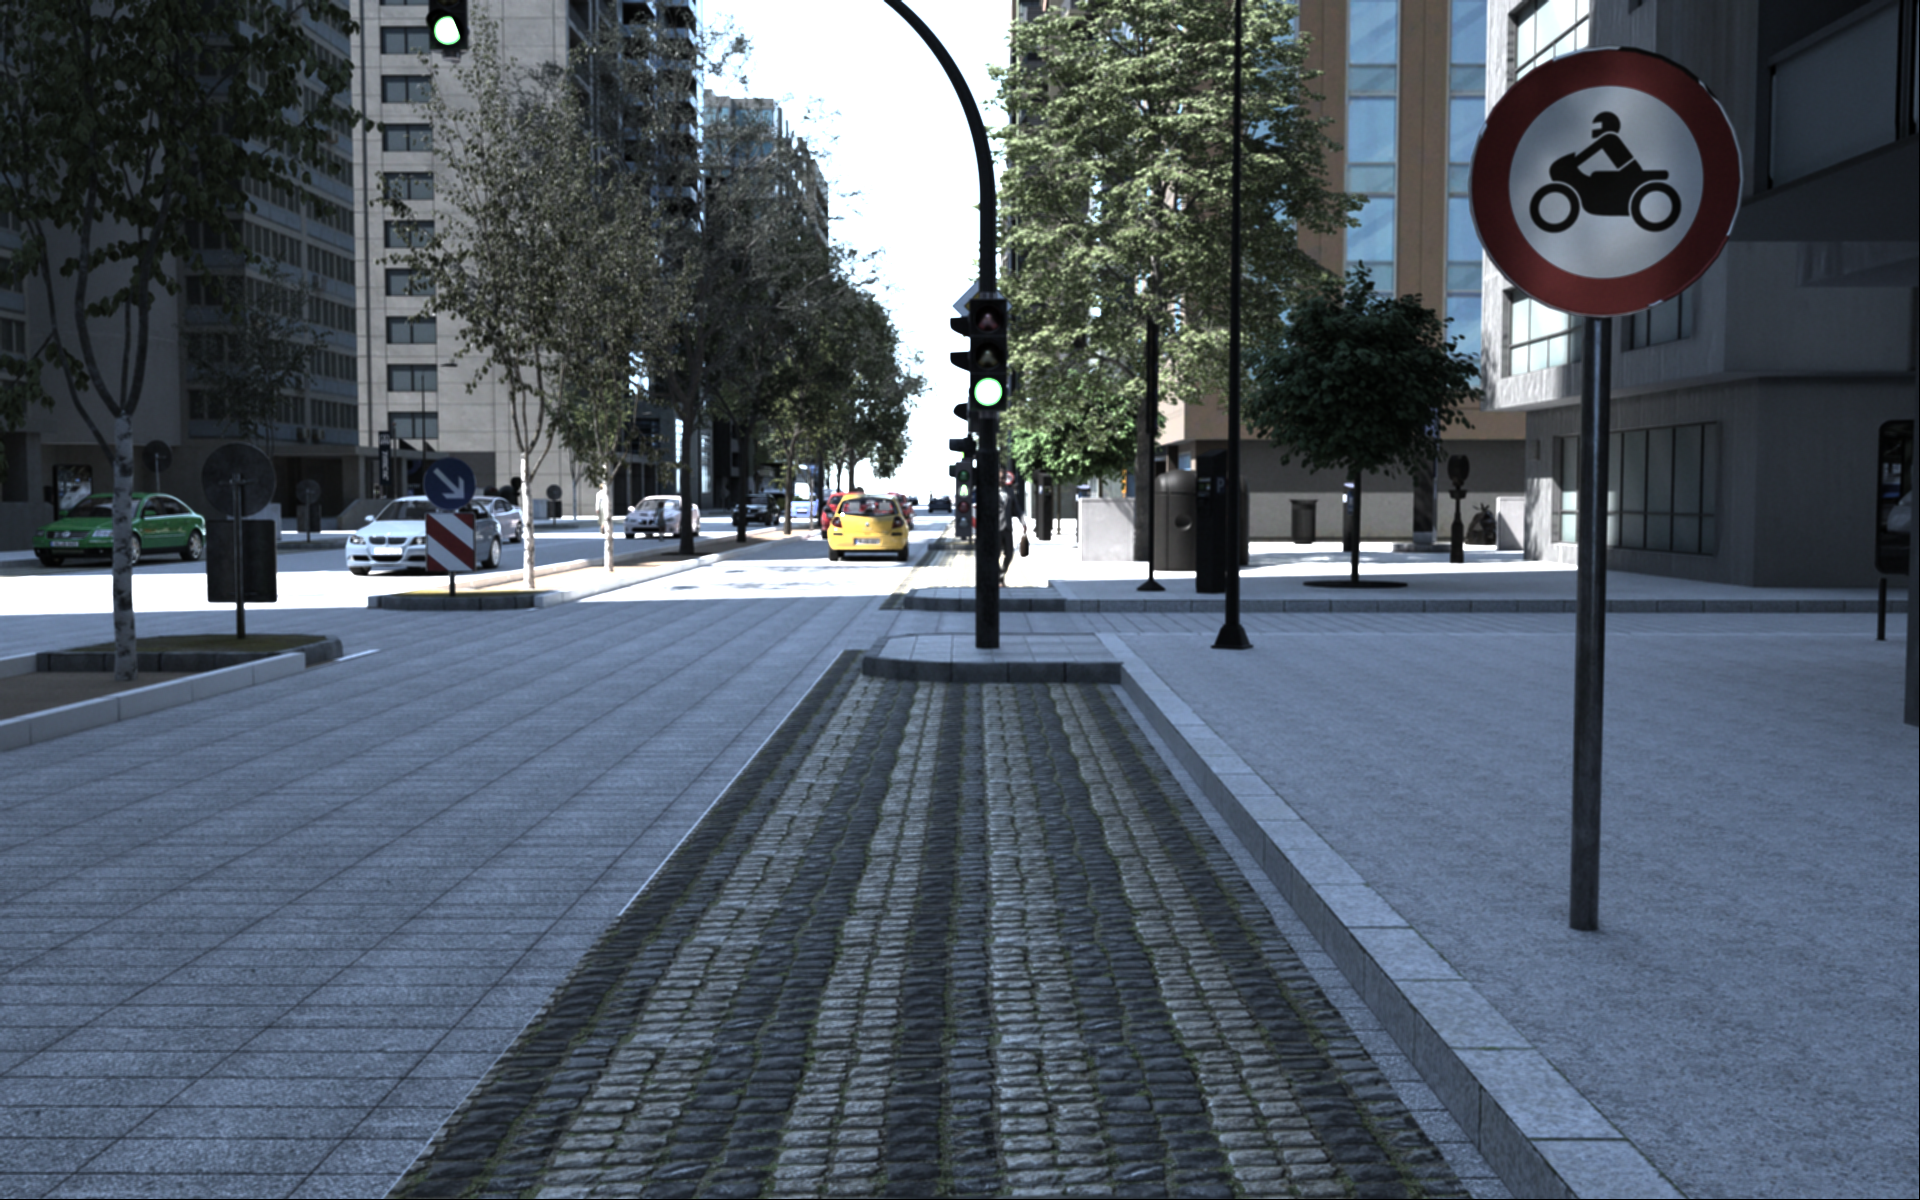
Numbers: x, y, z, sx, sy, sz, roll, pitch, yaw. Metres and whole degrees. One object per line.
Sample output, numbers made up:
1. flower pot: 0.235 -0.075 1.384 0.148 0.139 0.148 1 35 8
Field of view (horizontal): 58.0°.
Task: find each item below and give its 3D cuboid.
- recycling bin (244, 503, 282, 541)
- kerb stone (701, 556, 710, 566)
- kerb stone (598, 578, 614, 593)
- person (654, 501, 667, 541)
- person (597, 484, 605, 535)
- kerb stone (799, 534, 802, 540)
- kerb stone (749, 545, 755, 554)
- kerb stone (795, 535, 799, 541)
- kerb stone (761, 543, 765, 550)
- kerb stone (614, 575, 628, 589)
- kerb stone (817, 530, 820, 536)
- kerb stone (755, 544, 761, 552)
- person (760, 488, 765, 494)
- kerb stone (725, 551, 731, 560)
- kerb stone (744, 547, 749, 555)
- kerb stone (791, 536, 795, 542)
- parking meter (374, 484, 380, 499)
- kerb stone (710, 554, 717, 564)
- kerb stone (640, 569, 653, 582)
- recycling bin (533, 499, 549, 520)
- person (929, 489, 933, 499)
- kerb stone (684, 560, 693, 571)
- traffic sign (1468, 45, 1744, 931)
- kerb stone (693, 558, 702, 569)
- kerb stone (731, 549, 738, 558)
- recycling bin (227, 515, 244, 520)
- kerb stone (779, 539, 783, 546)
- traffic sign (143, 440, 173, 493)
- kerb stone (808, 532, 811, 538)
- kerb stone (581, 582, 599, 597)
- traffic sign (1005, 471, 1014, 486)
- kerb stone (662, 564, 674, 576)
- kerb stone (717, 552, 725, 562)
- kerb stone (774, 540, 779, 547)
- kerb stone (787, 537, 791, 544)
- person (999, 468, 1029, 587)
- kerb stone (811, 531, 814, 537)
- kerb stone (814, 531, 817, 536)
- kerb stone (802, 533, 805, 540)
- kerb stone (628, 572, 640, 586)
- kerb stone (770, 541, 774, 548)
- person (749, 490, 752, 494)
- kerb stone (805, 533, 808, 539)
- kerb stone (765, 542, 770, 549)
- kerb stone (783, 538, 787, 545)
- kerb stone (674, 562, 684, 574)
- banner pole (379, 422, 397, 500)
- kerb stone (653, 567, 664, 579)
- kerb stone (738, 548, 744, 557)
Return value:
1. recycling bin: -19.144 -2.148 47.674 0.722 1.027 0.722 -3 4 -36
2. kerb stone: -5.177 -0.754 34.540 0.120 0.150 1.000 0 4 0
3. kerb stone: -5.258 -0.192 25.328 0.120 0.150 1.000 0 4 0
4. person: -9.168 -2.398 52.729 0.505 1.210 0.382 2 4 35
5. person: -12.534 -3.188 60.848 0.478 1.798 0.641 1 4 14
6. kerb stone: -5.030 -1.882 53.005 0.120 0.150 1.000 0 4 0
7. kerb stone: -5.122 -1.188 41.723 0.120 0.150 1.000 0 4 0
8. kerb stone: -5.033 -1.822 51.983 0.120 0.150 1.000 0 4 0
9. kerb stone: -5.105 -1.320 43.772 0.120 0.150 1.000 0 4 0
10. kerb stone: -5.253 -0.254 26.350 0.120 0.150 1.000 0 4 0
11. kerb stone: -4.976 -2.261 59.158 0.120 0.150 1.000 0 4 0
12. kerb stone: -5.108 -1.255 42.748 0.120 0.150 1.000 0 4 0
13. person: -12.464 -6.146 108.972 0.705 1.826 1.348 2 4 30
14. kerb stone: -5.153 -0.941 37.617 0.120 0.150 1.000 0 4 0
15. kerb stone: -5.136 -1.131 40.701 0.120 0.150 1.000 0 4 0
16. kerb stone: -5.049 -1.756 50.954 0.120 0.150 1.000 0 4 0
17. parking meter: -32.801 -5.610 97.433 0.255 1.863 0.399 -2 4 -29
18. kerb stone: -5.172 -0.817 35.561 0.120 0.150 1.000 0 4 0
19. kerb stone: -5.236 -0.379 28.394 0.120 0.150 1.000 0 4 0
20. recycling bin: -21.250 -4.588 87.567 0.722 1.027 0.722 3 4 36
21. person: -2.462 -8.349 144.947 0.705 1.831 1.348 0 4 -5
22. kerb stone: -5.196 -0.629 32.487 0.120 0.150 1.000 0 4 0
23. traffic sign: 1.845 -0.302 5.043 0.768 2.556 0.104 0 4 4
24. kerb stone: -5.188 -0.687 33.510 0.120 0.150 1.000 0 4 0
25. kerb stone: -5.143 -1.006 38.647 0.120 0.150 1.000 0 4 0
26. recycling bin: -22.647 -2.576 54.679 0.722 1.027 0.722 0 3 0
27. kerb stone: -5.071 -1.571 47.876 0.120 0.150 1.000 0 4 0
28. traffic sign: -18.967 -2.497 40.939 0.768 2.556 0.104 1 4 8
29. kerb stone: -5.004 -2.073 56.081 0.120 0.150 1.000 0 4 0
30. kerb stone: -5.274 -0.126 24.300 0.120 0.150 1.000 0 4 0
31. traffic sign: 2.602 -5.818 95.229 0.768 2.556 0.104 1 4 8
32. kerb stone: -5.213 -0.504 30.437 0.120 0.150 1.000 0 4 0
33. kerb stone: -5.160 -0.877 36.590 0.120 0.150 1.000 0 4 0
34. kerb stone: -5.076 -1.508 46.850 0.120 0.150 1.000 0 4 0
35. kerb stone: -5.054 -1.696 49.930 0.120 0.150 1.000 0 4 0
36. person: 0.634 -1.043 25.682 0.709 1.813 0.853 -2 4 -26
37. kerb stone: -4.996 -2.135 57.107 0.120 0.150 1.000 0 4 0
38. kerb stone: -4.985 -2.198 58.136 0.120 0.150 1.000 0 4 0
39. kerb stone: -5.009 -1.942 54.034 0.120 0.150 1.000 0 4 0
40. kerb stone: -5.247 -0.315 27.372 0.120 0.150 1.000 0 4 0
41. kerb stone: -5.094 -1.445 45.824 0.120 0.150 1.000 0 4 0
42. person: -16.460 -7.755 135.971 1.217 1.739 0.721 -1 4 -13
43. kerb stone: -5.011 -2.010 55.056 0.120 0.150 1.000 0 4 0
44. kerb stone: -5.098 -1.382 44.794 0.120 0.150 1.000 0 4 0
45. kerb stone: -5.059 -1.628 48.909 0.120 0.150 1.000 0 4 0
46. kerb stone: -5.204 -0.567 31.464 0.120 0.150 1.000 0 4 0
47. banner pole: -19.936 -4.312 60.523 0.863 3.779 0.401 1 4 14
48. kerb stone: -5.224 -0.438 29.416 0.120 0.150 1.000 0 4 0
49. kerb stone: -5.138 -1.068 39.671 0.120 0.150 1.000 0 4 0
